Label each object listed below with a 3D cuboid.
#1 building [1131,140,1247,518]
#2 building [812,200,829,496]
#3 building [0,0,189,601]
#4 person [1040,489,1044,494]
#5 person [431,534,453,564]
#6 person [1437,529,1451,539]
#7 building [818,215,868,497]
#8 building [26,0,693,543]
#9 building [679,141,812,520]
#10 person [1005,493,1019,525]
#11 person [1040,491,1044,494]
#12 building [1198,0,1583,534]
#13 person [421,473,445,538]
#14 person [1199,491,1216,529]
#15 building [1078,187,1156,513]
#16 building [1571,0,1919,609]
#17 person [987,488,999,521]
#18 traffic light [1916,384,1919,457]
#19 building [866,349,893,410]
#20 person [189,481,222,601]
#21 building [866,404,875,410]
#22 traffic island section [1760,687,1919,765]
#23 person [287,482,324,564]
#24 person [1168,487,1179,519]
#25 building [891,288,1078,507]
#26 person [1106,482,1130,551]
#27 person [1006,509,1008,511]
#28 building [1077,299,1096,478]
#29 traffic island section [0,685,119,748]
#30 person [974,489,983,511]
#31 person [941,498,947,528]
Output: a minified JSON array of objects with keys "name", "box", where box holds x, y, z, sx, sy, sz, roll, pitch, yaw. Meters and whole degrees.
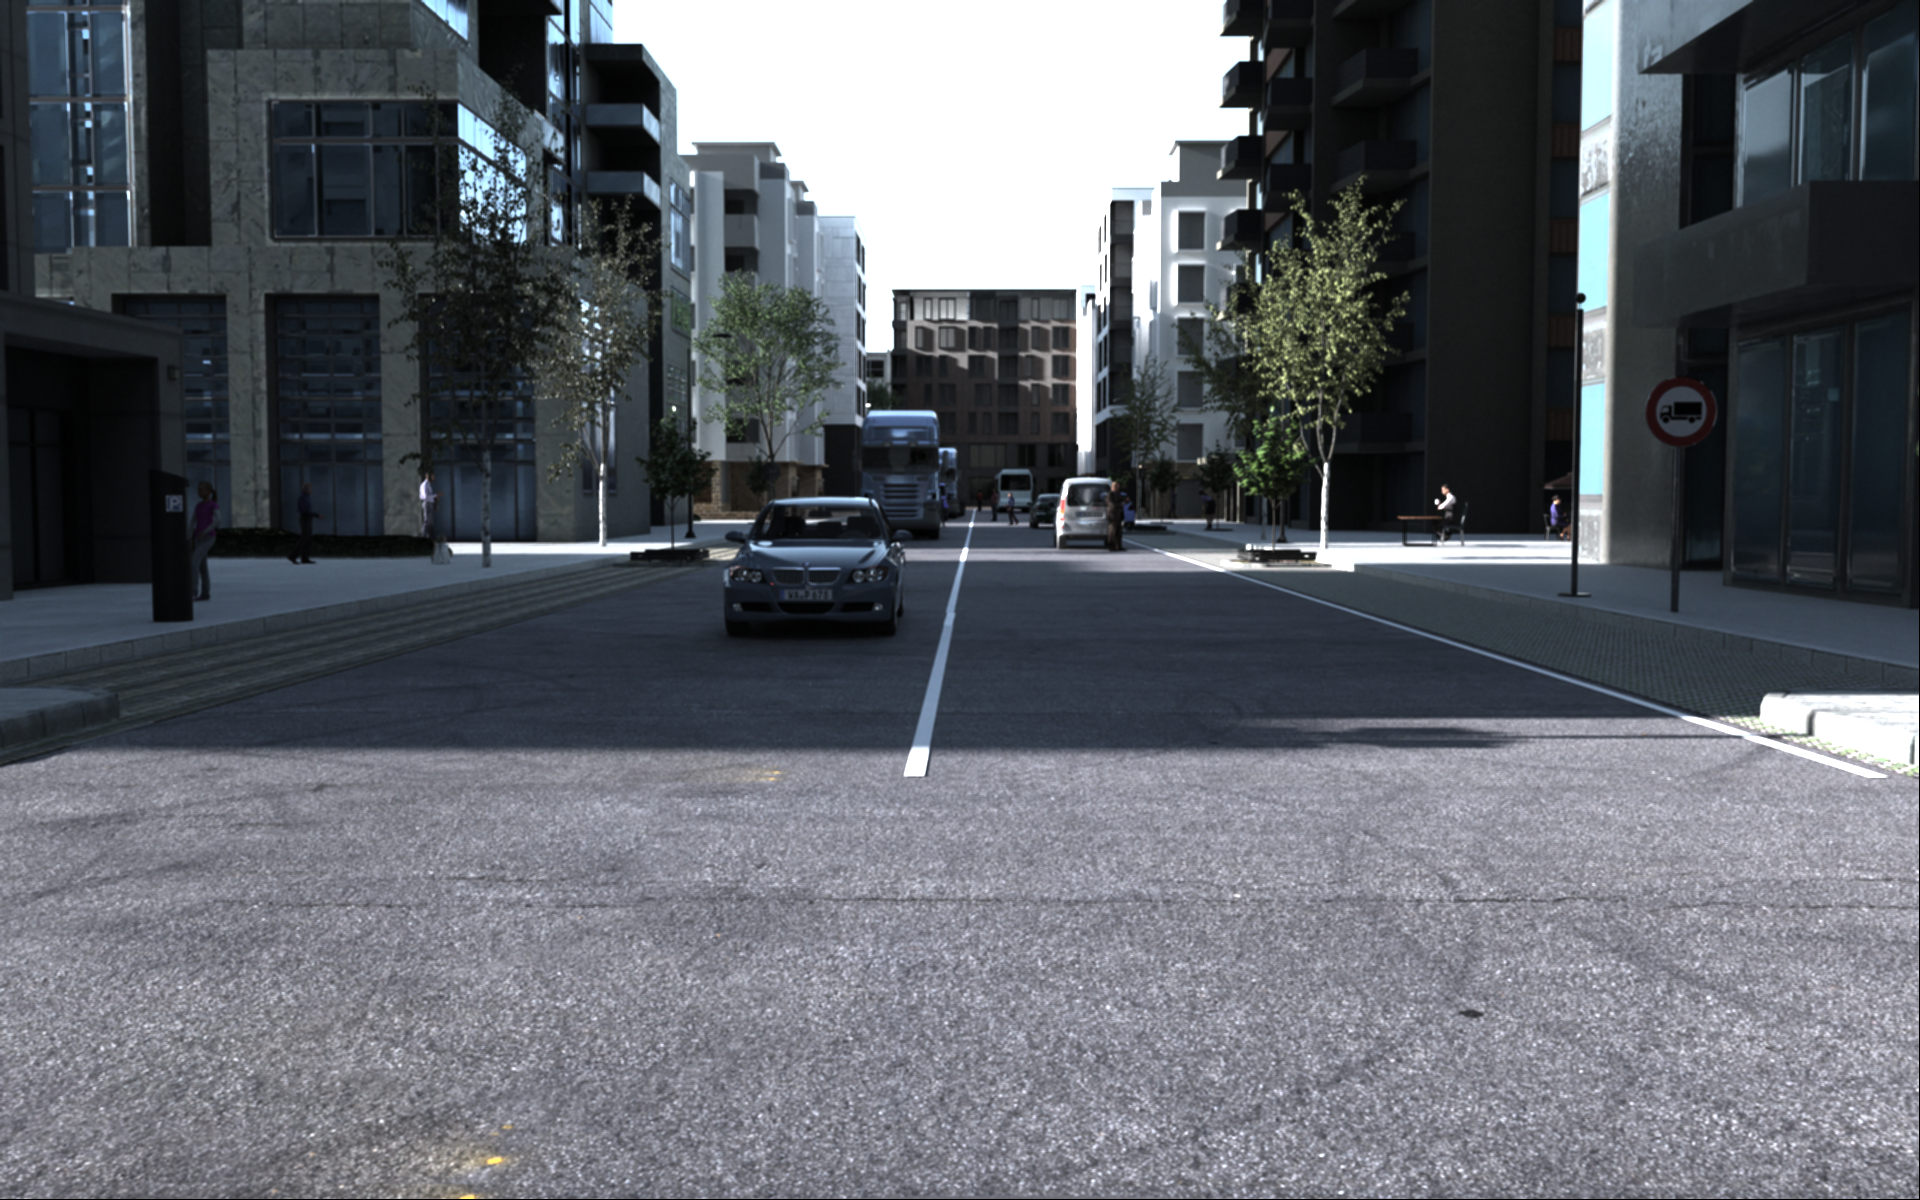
[{"name":"building","box":[18.058,-14.798,98.373,16.016,20.091,11.380,0,4,1]},{"name":"building","box":[-16.001,-15.052,102.524,16.016,20.091,11.380,0,4,1]},{"name":"building","box":[-21.671,-35.526,19.110,20.563,71.187,20.611,0,4,1]},{"name":"person","box":[5.899,-7.033,123.496,0.705,1.822,1.348,0,4,7]},{"name":"person","box":[-9.509,-0.934,31.792,0.381,0.543,0.357,-2,4,-26]},{"name":"person","box":[13.673,-1.985,48.968,0.381,0.543,0.357,-2,4,-34]},{"name":"building","box":[-21.631,-17.204,125.261,27.936,21.610,32.646,0,4,1]},{"name":"building","box":[-21.080,-45.604,58.302,22.319,86.520,31.000,0,4,1]},{"name":"building","box":[-16.519,-14.358,91.171,16.016,20.091,11.380,0,4,1]},{"name":"person","box":[2.356,-4.245,80.596,0.600,1.496,0.574,3,4,36]},{"name":"person","box":[6.720,-8.306,145.021,0.721,1.743,1.217,1,4,22]},{"name":"building","box":[22.008,-25.275,67.869,22.147,44.769,28.867,0,4,1]},{"name":"person","box":[-13.272,-2.310,43.677,0.599,1.838,0.709,-1,4,-8]},{"name":"person","box":[9.134,-3.354,64.111,0.697,1.427,0.421,3,5,41]},{"name":"building","box":[24.107,-17.601,131.753,27.936,21.610,32.646,0,4,1]},{"name":"building","box":[24.573,-24.631,22.330,30.456,49.044,23.786,0,4,1]},{"name":"person","box":[1.750,-5.041,91.645,0.721,1.743,1.217,-2,4,-26]},{"name":"traffic light","box":[5.977,-1.282,9.890,0.839,4.253,0.868,0,4,1]},{"name":"building","box":[-22.556,-19.093,178.620,31.486,18.905,16.747,0,4,1]},{"name":"person","box":[-9.099,-0.693,20.605,0.726,1.435,0.776,2,4,25]},{"name":"building","box":[-21.994,-13.178,157.613,28.070,9.664,9.099,0,4,1]},{"name":"traffic island section","box":[6.017,0.751,10.003,2.009,0.180,2.903,0,4,1]},{"name":"person","box":[-11.981,-1.413,31.841,0.600,1.496,0.574,0,4,3]},{"name":"person","box":[11.085,-5.073,89.907,0.530,1.710,0.541,0,4,0]},{"name":"building","box":[9.559,-20.733,182.952,32.646,21.610,27.936,0,4,1]},{"name":"person","box":[3.969,-2.100,43.517,0.600,1.739,0.565,1,4,12]},{"name":"person","box":[4.006,-8.080,143.847,0.697,1.427,0.421,-1,4,-22]},{"name":"building","box":[18.601,-18.229,154.459,16.016,20.091,11.380,0,4,1]},{"name":"traffic island section","box":[-6.364,0.743,10.140,2.009,0.180,2.903,0,4,1]},{"name":"person","box":[1.601,-8.324,144.536,0.705,1.831,1.348,2,4,35]},{"name":"person","box":[-0.807,-3.754,73.787,0.435,1.345,0.340,-2,4,-27]}]
